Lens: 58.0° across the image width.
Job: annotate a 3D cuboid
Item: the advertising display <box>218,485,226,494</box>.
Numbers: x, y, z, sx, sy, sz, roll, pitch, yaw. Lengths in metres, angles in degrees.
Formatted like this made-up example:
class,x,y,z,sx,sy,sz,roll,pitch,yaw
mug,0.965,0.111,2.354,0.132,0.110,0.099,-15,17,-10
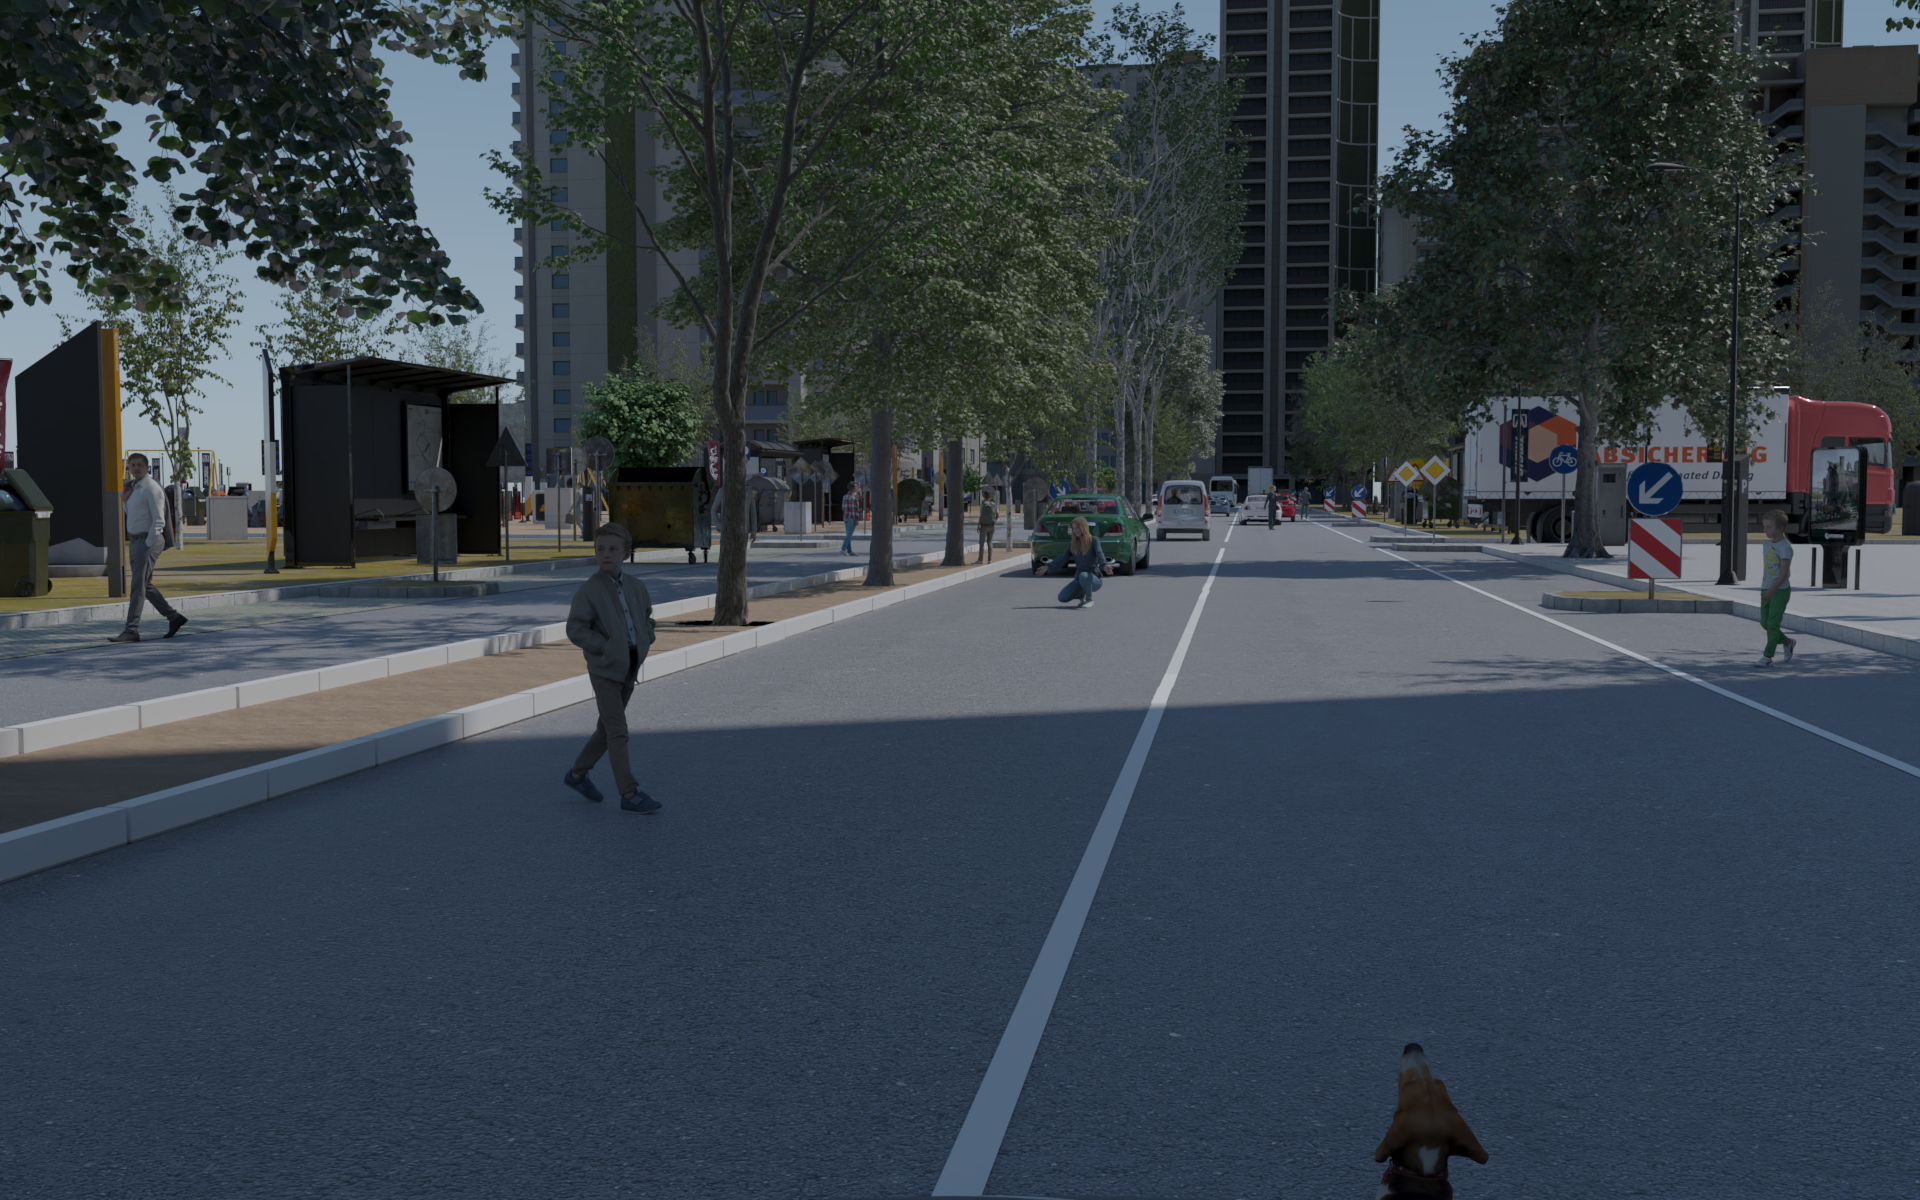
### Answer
class,x,y,z,sx,sy,sz,roll,pitch,yaw
advertising display,-49.905,-6.840,117.043,0.974,1.923,0.123,3,5,39

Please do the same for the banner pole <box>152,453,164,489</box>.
class,x,y,z,sx,sy,sz,roll,pitch,yaw
banner pole,-48.791,-7.065,105.528,0.863,3.779,0.401,-1,4,-9

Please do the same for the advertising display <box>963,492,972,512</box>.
class,x,y,z,sx,sy,sz,roll,pitch,yaw
advertising display,0.383,-7.289,124.391,0.974,1.923,0.123,-2,4,-28

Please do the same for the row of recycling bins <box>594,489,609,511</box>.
class,x,y,z,sx,sy,sz,roll,pitch,yaw
row of recycling bins,-28.336,-7.811,134.825,3.534,1.692,1.069,1,4,20

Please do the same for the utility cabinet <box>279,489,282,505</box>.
class,x,y,z,sx,sy,sz,roll,pitch,yaw
utility cabinet,-39.194,-5.591,100.087,0.318,1.500,1.173,-2,4,-34

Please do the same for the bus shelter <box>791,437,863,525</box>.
class,x,y,z,sx,sy,sz,roll,pitch,yaw
bus shelter,-5.712,-5.119,74.974,1.731,3.624,6.357,1,4,9

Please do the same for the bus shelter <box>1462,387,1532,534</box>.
class,x,y,z,sx,sy,sz,roll,pitch,yaw
bus shelter,19.041,-5.006,59.474,2.179,5.291,8.768,1,4,9

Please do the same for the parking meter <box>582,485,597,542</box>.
class,x,y,z,sx,sy,sz,roll,pitch,yaw
parking meter,-10.005,-2.347,46.778,0.372,1.533,0.369,0,3,0

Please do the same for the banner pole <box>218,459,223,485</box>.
class,x,y,z,sx,sy,sz,roll,pitch,yaw
banner pole,-53.239,-8.243,124.786,0.401,3.779,0.863,0,4,-4

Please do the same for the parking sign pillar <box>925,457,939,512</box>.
class,x,y,z,sx,sy,sz,roll,pitch,yaw
parking sign pillar,-2.220,-8.425,126.224,1.447,3.967,1.447,1,4,13

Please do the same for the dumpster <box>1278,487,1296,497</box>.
class,x,y,z,sx,sy,sz,roll,pitch,yaw
dumpster,36.715,-11.601,194.624,1.985,2.255,1.502,1,4,9

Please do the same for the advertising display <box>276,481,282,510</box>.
class,x,y,z,sx,sy,sz,roll,pitch,yaw
advertising display,-32.861,-4.768,83.164,0.123,1.923,0.974,3,4,38

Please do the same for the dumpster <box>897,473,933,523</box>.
class,x,y,z,sx,sy,sz,roll,pitch,yaw
dumpster,-2.120,-4.627,78.141,1.502,2.255,1.985,1,4,9

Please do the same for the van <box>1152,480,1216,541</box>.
class,x,y,z,sx,sy,sz,roll,pitch,yaw
van,7.024,-2.893,54.308,2.013,2.044,4.112,1,4,8

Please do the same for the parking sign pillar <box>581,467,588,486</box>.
class,x,y,z,sx,sy,sz,roll,pitch,yaw
parking sign pillar,-21.822,-6.848,100.430,1.447,3.967,1.447,-1,4,-14

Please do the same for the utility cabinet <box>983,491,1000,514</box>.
class,x,y,z,sx,sy,sz,roll,pitch,yaw
utility cabinet,2.061,-6.362,112.695,1.173,1.500,0.318,3,5,44

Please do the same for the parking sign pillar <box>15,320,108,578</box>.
class,x,y,z,sx,sy,sz,roll,pitch,yaw
parking sign pillar,-13.984,-2.361,27.074,1.447,3.967,1.447,0,4,-1

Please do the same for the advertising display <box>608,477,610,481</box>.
class,x,y,z,sx,sy,sz,roll,pitch,yaw
advertising display,-11.081,-3.172,57.074,0.974,1.923,0.123,-1,4,-10

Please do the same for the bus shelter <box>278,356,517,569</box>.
class,x,y,z,sx,sy,sz,roll,pitch,yaw
bus shelter,-10.427,-2.534,32.715,1.731,3.624,6.357,1,4,9

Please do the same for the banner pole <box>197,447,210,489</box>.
class,x,y,z,sx,sy,sz,roll,pitch,yaw
banner pole,-40.311,-6.256,92.305,0.401,3.779,0.863,3,5,40

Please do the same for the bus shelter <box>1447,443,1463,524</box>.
class,x,y,z,sx,sy,sz,roll,pitch,yaw
bus shelter,21.959,-5.864,73.515,2.179,5.291,8.768,1,4,10

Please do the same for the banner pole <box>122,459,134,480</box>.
class,x,y,z,sx,sy,sz,roll,pitch,yaw
banner pole,-52.056,-7.250,108.557,0.863,3.779,0.401,0,4,-3

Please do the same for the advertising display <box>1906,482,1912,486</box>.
class,x,y,z,sx,sy,sz,roll,pitch,yaw
advertising display,49.428,-5.157,89.528,0.974,1.923,0.123,1,4,14

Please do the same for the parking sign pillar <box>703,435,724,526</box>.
class,x,y,z,sx,sy,sz,roll,pitch,yaw
parking sign pillar,-9.691,-4.983,69.949,1.447,3.967,1.447,0,4,-6

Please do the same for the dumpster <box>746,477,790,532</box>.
class,x,y,z,sx,sy,sz,roll,pitch,yaw
dumpster,-6.613,-3.254,58.969,1.264,1.857,1.865,1,4,10

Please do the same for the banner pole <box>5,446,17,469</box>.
class,x,y,z,sx,sy,sz,roll,pitch,yaw
banner pole,-48.845,-6.075,89.348,0.863,3.779,0.401,-3,5,-40

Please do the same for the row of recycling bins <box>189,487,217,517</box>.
class,x,y,z,sx,sy,sz,roll,pitch,yaw
row of recycling bins,-42.921,-5.424,95.798,3.534,1.692,1.069,-1,4,-13

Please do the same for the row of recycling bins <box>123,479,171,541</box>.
class,x,y,z,sx,sy,sz,roll,pitch,yaw
row of recycling bins,-22.880,-2.428,46.813,1.069,1.692,3.534,0,4,5

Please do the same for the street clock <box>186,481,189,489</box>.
class,x,y,z,sx,sy,sz,roll,pitch,yaw
street clock,-41.894,-5.440,93.517,0.358,2.002,0.471,3,5,44

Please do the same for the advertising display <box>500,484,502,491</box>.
class,x,y,z,sx,sy,sz,roll,pitch,yaw
advertising display,-28.534,-6.173,106.142,0.974,1.923,0.123,1,4,13

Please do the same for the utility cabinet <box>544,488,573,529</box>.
class,x,y,z,sx,sy,sz,roll,pitch,yaw
utility cabinet,-14.477,-3.306,62.732,1.173,1.500,0.318,2,4,26

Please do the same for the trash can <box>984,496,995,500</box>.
class,x,y,z,sx,sy,sz,roll,pitch,yaw
trash can,2.363,-7.210,129.531,0.748,1.137,0.748,0,3,0

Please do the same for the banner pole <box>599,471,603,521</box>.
class,x,y,z,sx,sy,sz,roll,pitch,yaw
banner pole,-16.808,-5.572,81.115,0.401,3.779,0.863,-1,4,-20

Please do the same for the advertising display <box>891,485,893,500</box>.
class,x,y,z,sx,sy,sz,roll,pitch,yaw
advertising display,-4.742,-7.098,121.266,0.974,1.923,0.123,1,4,17

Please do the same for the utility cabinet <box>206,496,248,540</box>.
class,x,y,z,sx,sy,sz,roll,pitch,yaw
utility cabinet,-20.457,-2.273,48.332,1.020,1.237,0.306,-3,5,-39

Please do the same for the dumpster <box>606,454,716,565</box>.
class,x,y,z,sx,sy,sz,roll,pitch,yaw
dumpster,-6.126,-1.866,35.465,1.985,2.255,1.502,1,4,10

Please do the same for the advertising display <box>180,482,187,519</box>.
class,x,y,z,sx,sy,sz,roll,pitch,yaw
advertising display,-40.267,-5.178,89.870,0.123,1.923,0.974,-1,4,-11

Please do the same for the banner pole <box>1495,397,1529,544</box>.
class,x,y,z,sx,sy,sz,roll,pitch,yaw
banner pole,14.283,-3.346,44.727,0.863,3.779,0.401,0,4,-2

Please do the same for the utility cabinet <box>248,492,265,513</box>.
class,x,y,z,sx,sy,sz,roll,pitch,yaw
utility cabinet,-44.231,-6.148,109.204,1.173,1.500,0.318,-1,4,-10

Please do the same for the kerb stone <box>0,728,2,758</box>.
class,x,y,z,sx,sy,sz,roll,pitch,yaw
kerb stone,-5.287,0.808,8.980,0.120,0.150,1.000,1,4,9

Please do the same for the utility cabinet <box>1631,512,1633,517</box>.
class,x,y,z,sx,sy,sz,roll,pitch,yaw
utility cabinet,25.635,-3.455,65.170,1.173,1.500,0.318,2,4,34

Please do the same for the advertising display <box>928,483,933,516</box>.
class,x,y,z,sx,sy,sz,roll,pitch,yaw
advertising display,-1.813,-5.896,101.617,0.123,1.923,0.974,1,4,20

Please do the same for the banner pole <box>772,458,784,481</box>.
class,x,y,z,sx,sy,sz,roll,pitch,yaw
banner pole,-9.533,-6.122,90.117,0.863,3.779,0.401,1,4,11

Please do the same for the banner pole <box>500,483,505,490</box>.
class,x,y,z,sx,sy,sz,roll,pitch,yaw
banner pole,-32.119,-8.002,120.850,0.863,3.779,0.401,-2,4,-35

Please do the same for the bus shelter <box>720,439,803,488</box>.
class,x,y,z,sx,sy,sz,roll,pitch,yaw
bus shelter,-7.559,-4.360,65.207,2.014,3.302,5.546,1,4,9

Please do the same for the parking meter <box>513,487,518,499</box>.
class,x,y,z,sx,sy,sz,roll,pitch,yaw
parking meter,-33.524,-7.640,130.629,0.399,1.863,0.255,0,4,-8

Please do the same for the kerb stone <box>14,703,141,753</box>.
class,x,y,z,sx,sy,sz,roll,pitch,yaw
kerb stone,-5.114,0.746,10.001,0.120,0.150,1.000,1,4,9

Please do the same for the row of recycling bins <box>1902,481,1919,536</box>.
class,x,y,z,sx,sy,sz,roll,pitch,yaw
row of recycling bins,31.086,-2.837,53.494,3.534,1.692,1.069,1,4,9

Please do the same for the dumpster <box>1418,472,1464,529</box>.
class,x,y,z,sx,sy,sz,roll,pitch,yaw
dumpster,18.109,-3.838,65.245,1.502,2.255,1.985,1,4,9

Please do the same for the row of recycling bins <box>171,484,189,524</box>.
class,x,y,z,sx,sy,sz,roll,pitch,yaw
row of recycling bins,-34.490,-4.014,72.737,3.534,1.692,1.069,-2,4,-28

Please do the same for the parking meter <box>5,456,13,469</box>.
class,x,y,z,sx,sy,sz,roll,pitch,yaw
parking meter,-14.195,-1.220,25.657,0.399,1.863,0.255,3,5,41

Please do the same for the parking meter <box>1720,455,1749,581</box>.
class,x,y,z,sx,sy,sz,roll,pitch,yaw
parking meter,11.434,-1.215,25.573,0.399,1.863,0.255,-3,5,-43

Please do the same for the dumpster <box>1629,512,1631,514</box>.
class,x,y,z,sx,sy,sz,roll,pitch,yaw
dumpster,20.340,-3.183,54.534,1.502,2.255,1.985,1,4,9

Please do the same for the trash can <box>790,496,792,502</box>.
class,x,y,z,sx,sy,sz,roll,pitch,yaw
trash can,-11.654,-6.766,122.272,0.748,1.137,0.748,0,3,0
